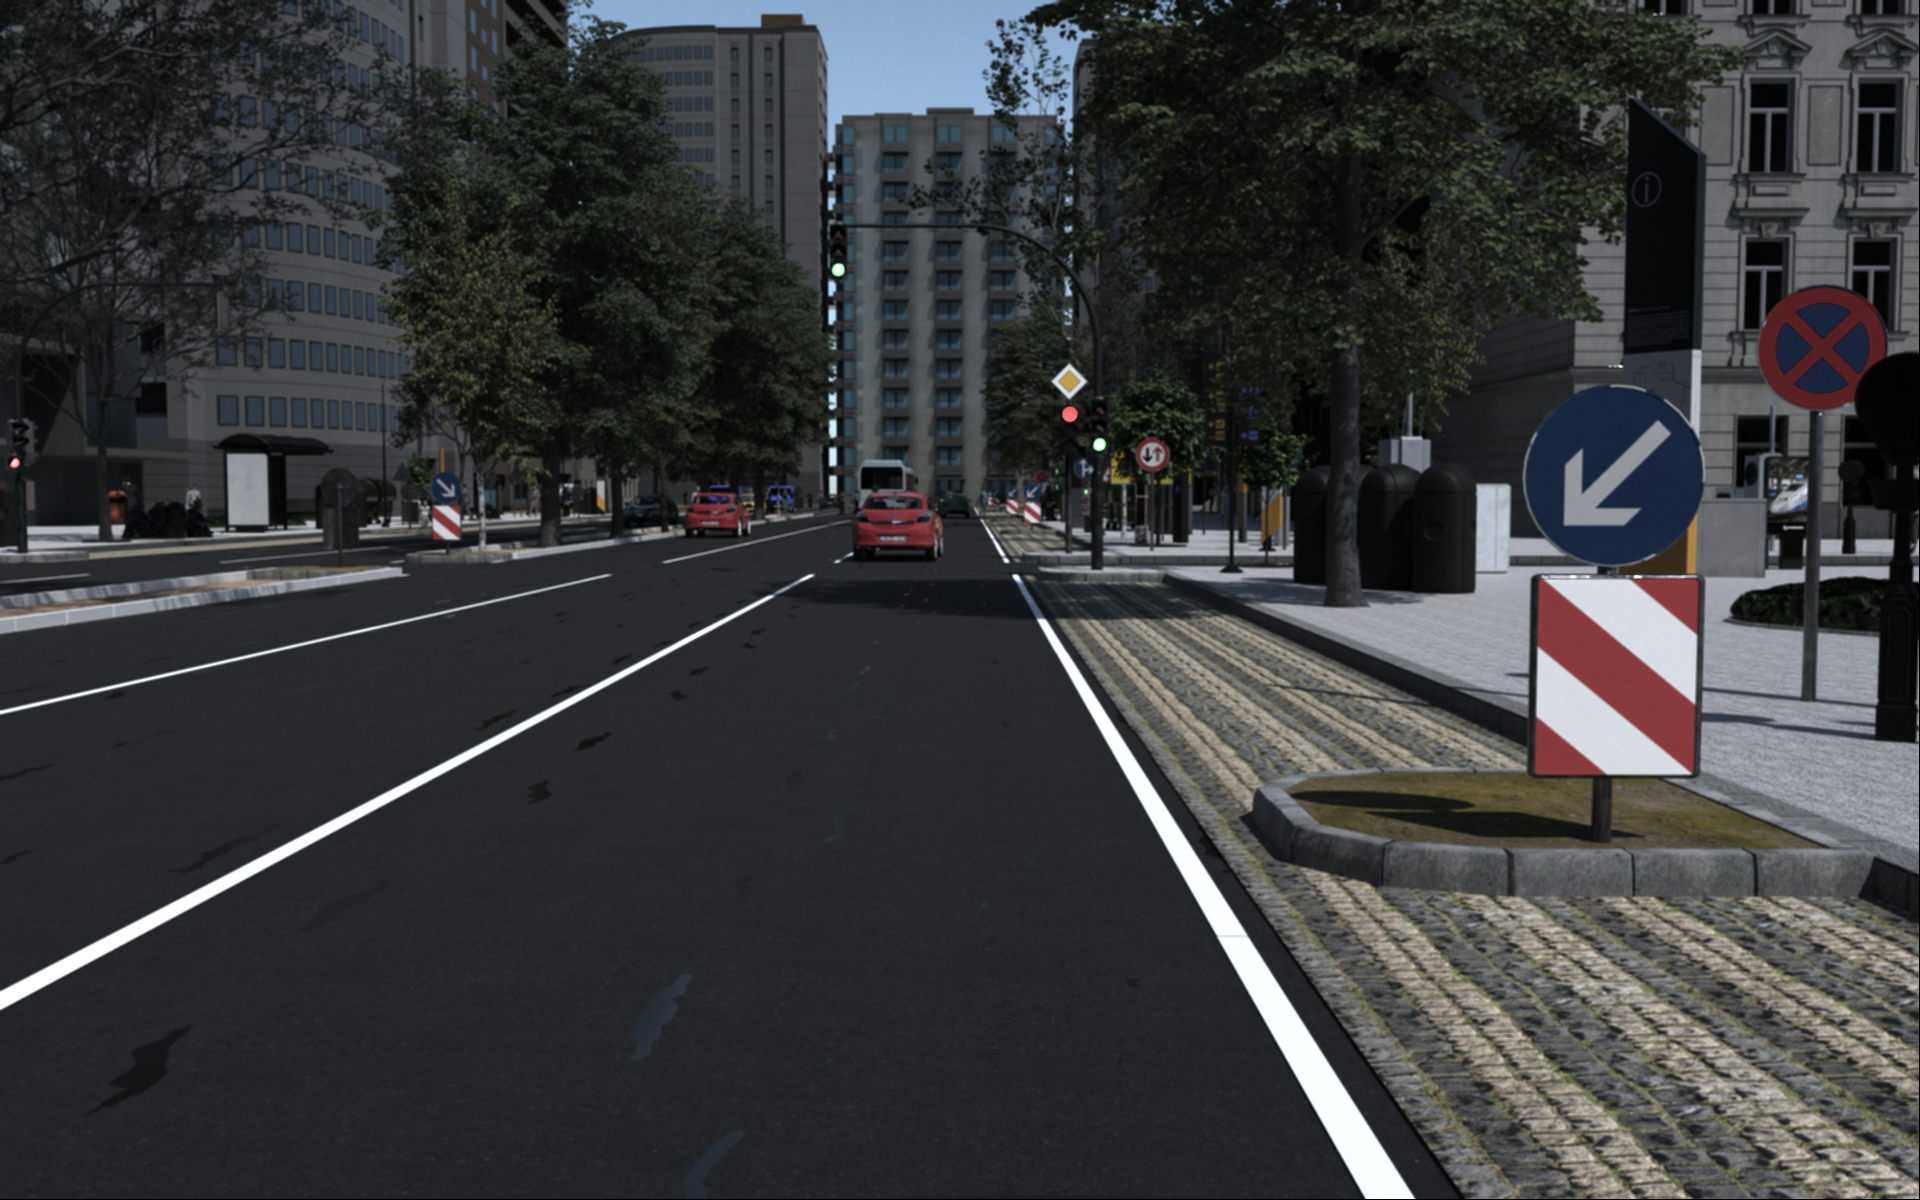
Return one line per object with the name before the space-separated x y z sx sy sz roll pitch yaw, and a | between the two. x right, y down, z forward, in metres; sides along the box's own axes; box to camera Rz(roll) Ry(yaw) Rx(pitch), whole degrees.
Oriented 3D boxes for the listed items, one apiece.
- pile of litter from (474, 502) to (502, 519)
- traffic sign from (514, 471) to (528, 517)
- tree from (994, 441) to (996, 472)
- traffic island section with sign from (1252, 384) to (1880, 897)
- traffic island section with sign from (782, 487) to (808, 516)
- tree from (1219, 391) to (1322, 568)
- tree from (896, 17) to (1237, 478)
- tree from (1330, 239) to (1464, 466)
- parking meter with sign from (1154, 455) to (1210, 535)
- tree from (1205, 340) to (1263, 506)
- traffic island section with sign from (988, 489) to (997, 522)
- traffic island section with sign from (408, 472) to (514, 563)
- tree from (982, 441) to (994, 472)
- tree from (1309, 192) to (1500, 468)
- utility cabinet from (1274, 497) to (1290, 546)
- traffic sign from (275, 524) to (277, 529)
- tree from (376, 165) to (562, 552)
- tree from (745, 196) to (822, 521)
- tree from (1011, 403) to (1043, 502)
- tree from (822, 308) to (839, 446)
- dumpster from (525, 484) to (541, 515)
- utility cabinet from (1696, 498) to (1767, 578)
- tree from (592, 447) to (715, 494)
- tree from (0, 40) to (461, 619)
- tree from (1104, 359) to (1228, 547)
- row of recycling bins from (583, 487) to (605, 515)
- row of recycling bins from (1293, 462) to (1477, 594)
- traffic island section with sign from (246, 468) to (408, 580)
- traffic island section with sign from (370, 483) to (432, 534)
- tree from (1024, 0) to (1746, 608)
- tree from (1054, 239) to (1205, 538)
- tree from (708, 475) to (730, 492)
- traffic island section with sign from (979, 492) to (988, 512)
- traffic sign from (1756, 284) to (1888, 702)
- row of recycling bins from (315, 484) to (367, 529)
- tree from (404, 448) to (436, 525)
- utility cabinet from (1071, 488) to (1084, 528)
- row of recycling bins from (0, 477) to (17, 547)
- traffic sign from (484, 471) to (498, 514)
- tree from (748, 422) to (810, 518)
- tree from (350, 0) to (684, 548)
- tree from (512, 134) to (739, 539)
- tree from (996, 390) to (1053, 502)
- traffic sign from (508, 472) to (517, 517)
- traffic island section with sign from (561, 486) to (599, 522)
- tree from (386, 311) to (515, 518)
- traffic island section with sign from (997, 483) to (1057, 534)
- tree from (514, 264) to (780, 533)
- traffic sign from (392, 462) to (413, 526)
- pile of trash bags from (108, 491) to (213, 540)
pile of litter | -24.578 -4.637 89.777 1.719 0.858 1.176 -2 4 -26
traffic sign | -24.132 -5.815 95.175 0.768 2.556 0.104 0 4 7
tree | 5.800 -12.664 157.414 4.360 8.622 3.978 0 3 0
traffic island section with sign | 2.266 0.096 7.059 1.989 1.847 2.006 0 4 0
traffic island section with sign | -10.535 -6.364 112.192 2.006 1.907 1.989 0 4 0
tree | 5.413 -2.187 30.365 1.663 3.219 1.824 0 3 0
tree | 4.107 -13.128 70.526 12.611 20.169 13.585 0 3 0
tree | 12.651 -6.072 49.639 4.360 8.622 3.978 0 3 0
parking meter with sign | 6.990 -3.585 54.875 1.738 3.016 0.543 2 4 34
tree | 12.415 -7.987 80.957 4.360 8.622 3.978 0 3 0
traffic island section with sign | 2.553 -4.911 88.922 1.989 1.847 2.006 0 4 0
traffic island section with sign | -10.794 -1.769 37.054 2.006 1.907 1.989 0 4 0
tree | 4.682 -13.985 179.015 4.360 8.622 3.978 0 3 0
tree | 11.292 -5.676 43.163 4.737 8.622 4.395 0 3 0
utility cabinet | 8.004 -1.956 43.139 0.306 1.237 1.020 0 4 4
traffic sign | -24.770 -3.700 62.632 0.606 2.300 0.079 0 4 5
tree | -10.625 -5.222 38.203 4.737 8.622 4.395 0 3 0
tree | -10.722 -9.927 71.426 9.857 13.997 8.962 0 3 0
tree | 5.470 -11.263 134.511 4.737 8.622 4.395 0 3 0
tree | -10.694 -10.535 81.364 9.857 13.997 8.962 0 3 0
dumpster | -25.475 -6.052 104.702 1.264 1.857 1.865 0 4 0
utility cabinet | 11.883 -0.954 26.758 1.020 1.237 0.306 1 4 22
tree | -23.010 -13.104 131.259 9.611 12.733 9.660 0 3 0
tree | -10.901 -6.444 18.184 12.009 13.543 11.850 0 3 0
tree | 4.790 -3.594 42.478 4.285 4.588 4.351 0 3 0
row of recycling bins | -23.101 -6.239 109.126 1.069 1.692 3.534 0 4 -3
row of recycling bins | 5.765 -1.021 23.809 1.069 1.692 3.534 -1 4 -23
traffic island section with sign | -10.830 -1.316 29.647 2.006 1.907 1.989 0 4 0
traffic island section with sign | -19.859 -3.271 62.103 1.989 1.847 2.006 0 4 0
tree | 4.352 -6.166 18.941 7.486 12.596 7.792 0 3 0
tree | 4.768 -6.086 49.864 4.360 8.622 3.978 0 3 0
tree | -22.948 -10.813 160.501 4.285 4.588 4.351 0 3 0
traffic island section with sign | 2.731 -7.980 139.100 1.989 1.847 2.006 0 4 0
traffic sign | 5.255 -0.645 10.645 0.768 2.556 0.104 0 4 6
row of recycling bins | -23.226 -3.536 64.926 1.069 1.692 3.534 0 4 2
tree | -22.939 -4.785 72.831 1.663 3.219 1.824 0 3 0
utility cabinet | 4.458 -3.422 64.627 0.318 1.500 1.173 -2 4 -31
row of recycling bins | -23.337 -2.081 41.133 1.069 1.692 3.534 -1 4 -10
traffic sign | -25.061 -5.650 92.478 0.768 2.556 0.104 1 4 8
tree | -10.372 -8.929 98.816 4.360 8.622 3.978 0 3 0
tree | -10.848 -8.337 45.424 9.857 13.997 8.962 0 3 0
tree | -10.910 -8.196 54.586 7.486 12.596 7.792 0 3 0
tree | 5.546 -10.149 116.304 4.360 8.622 3.978 0 3 0
traffic sign | -25.323 -6.011 98.386 0.768 2.556 0.104 1 4 9
traffic island section with sign | -19.769 -4.948 89.533 1.989 1.847 2.006 0 4 0
tree | -23.011 -8.917 80.198 7.601 10.594 8.767 1 4 13
traffic island section with sign | 2.446 -3.262 61.967 1.989 1.847 2.006 0 4 0
tree | -10.571 -7.671 62.286 8.767 10.594 7.601 0 4 0
traffic sign | -22.717 -4.317 70.587 0.884 2.594 0.081 0 4 3
pile of trash bags | -23.151 -2.437 49.601 1.912 1.369 3.447 1 4 12
